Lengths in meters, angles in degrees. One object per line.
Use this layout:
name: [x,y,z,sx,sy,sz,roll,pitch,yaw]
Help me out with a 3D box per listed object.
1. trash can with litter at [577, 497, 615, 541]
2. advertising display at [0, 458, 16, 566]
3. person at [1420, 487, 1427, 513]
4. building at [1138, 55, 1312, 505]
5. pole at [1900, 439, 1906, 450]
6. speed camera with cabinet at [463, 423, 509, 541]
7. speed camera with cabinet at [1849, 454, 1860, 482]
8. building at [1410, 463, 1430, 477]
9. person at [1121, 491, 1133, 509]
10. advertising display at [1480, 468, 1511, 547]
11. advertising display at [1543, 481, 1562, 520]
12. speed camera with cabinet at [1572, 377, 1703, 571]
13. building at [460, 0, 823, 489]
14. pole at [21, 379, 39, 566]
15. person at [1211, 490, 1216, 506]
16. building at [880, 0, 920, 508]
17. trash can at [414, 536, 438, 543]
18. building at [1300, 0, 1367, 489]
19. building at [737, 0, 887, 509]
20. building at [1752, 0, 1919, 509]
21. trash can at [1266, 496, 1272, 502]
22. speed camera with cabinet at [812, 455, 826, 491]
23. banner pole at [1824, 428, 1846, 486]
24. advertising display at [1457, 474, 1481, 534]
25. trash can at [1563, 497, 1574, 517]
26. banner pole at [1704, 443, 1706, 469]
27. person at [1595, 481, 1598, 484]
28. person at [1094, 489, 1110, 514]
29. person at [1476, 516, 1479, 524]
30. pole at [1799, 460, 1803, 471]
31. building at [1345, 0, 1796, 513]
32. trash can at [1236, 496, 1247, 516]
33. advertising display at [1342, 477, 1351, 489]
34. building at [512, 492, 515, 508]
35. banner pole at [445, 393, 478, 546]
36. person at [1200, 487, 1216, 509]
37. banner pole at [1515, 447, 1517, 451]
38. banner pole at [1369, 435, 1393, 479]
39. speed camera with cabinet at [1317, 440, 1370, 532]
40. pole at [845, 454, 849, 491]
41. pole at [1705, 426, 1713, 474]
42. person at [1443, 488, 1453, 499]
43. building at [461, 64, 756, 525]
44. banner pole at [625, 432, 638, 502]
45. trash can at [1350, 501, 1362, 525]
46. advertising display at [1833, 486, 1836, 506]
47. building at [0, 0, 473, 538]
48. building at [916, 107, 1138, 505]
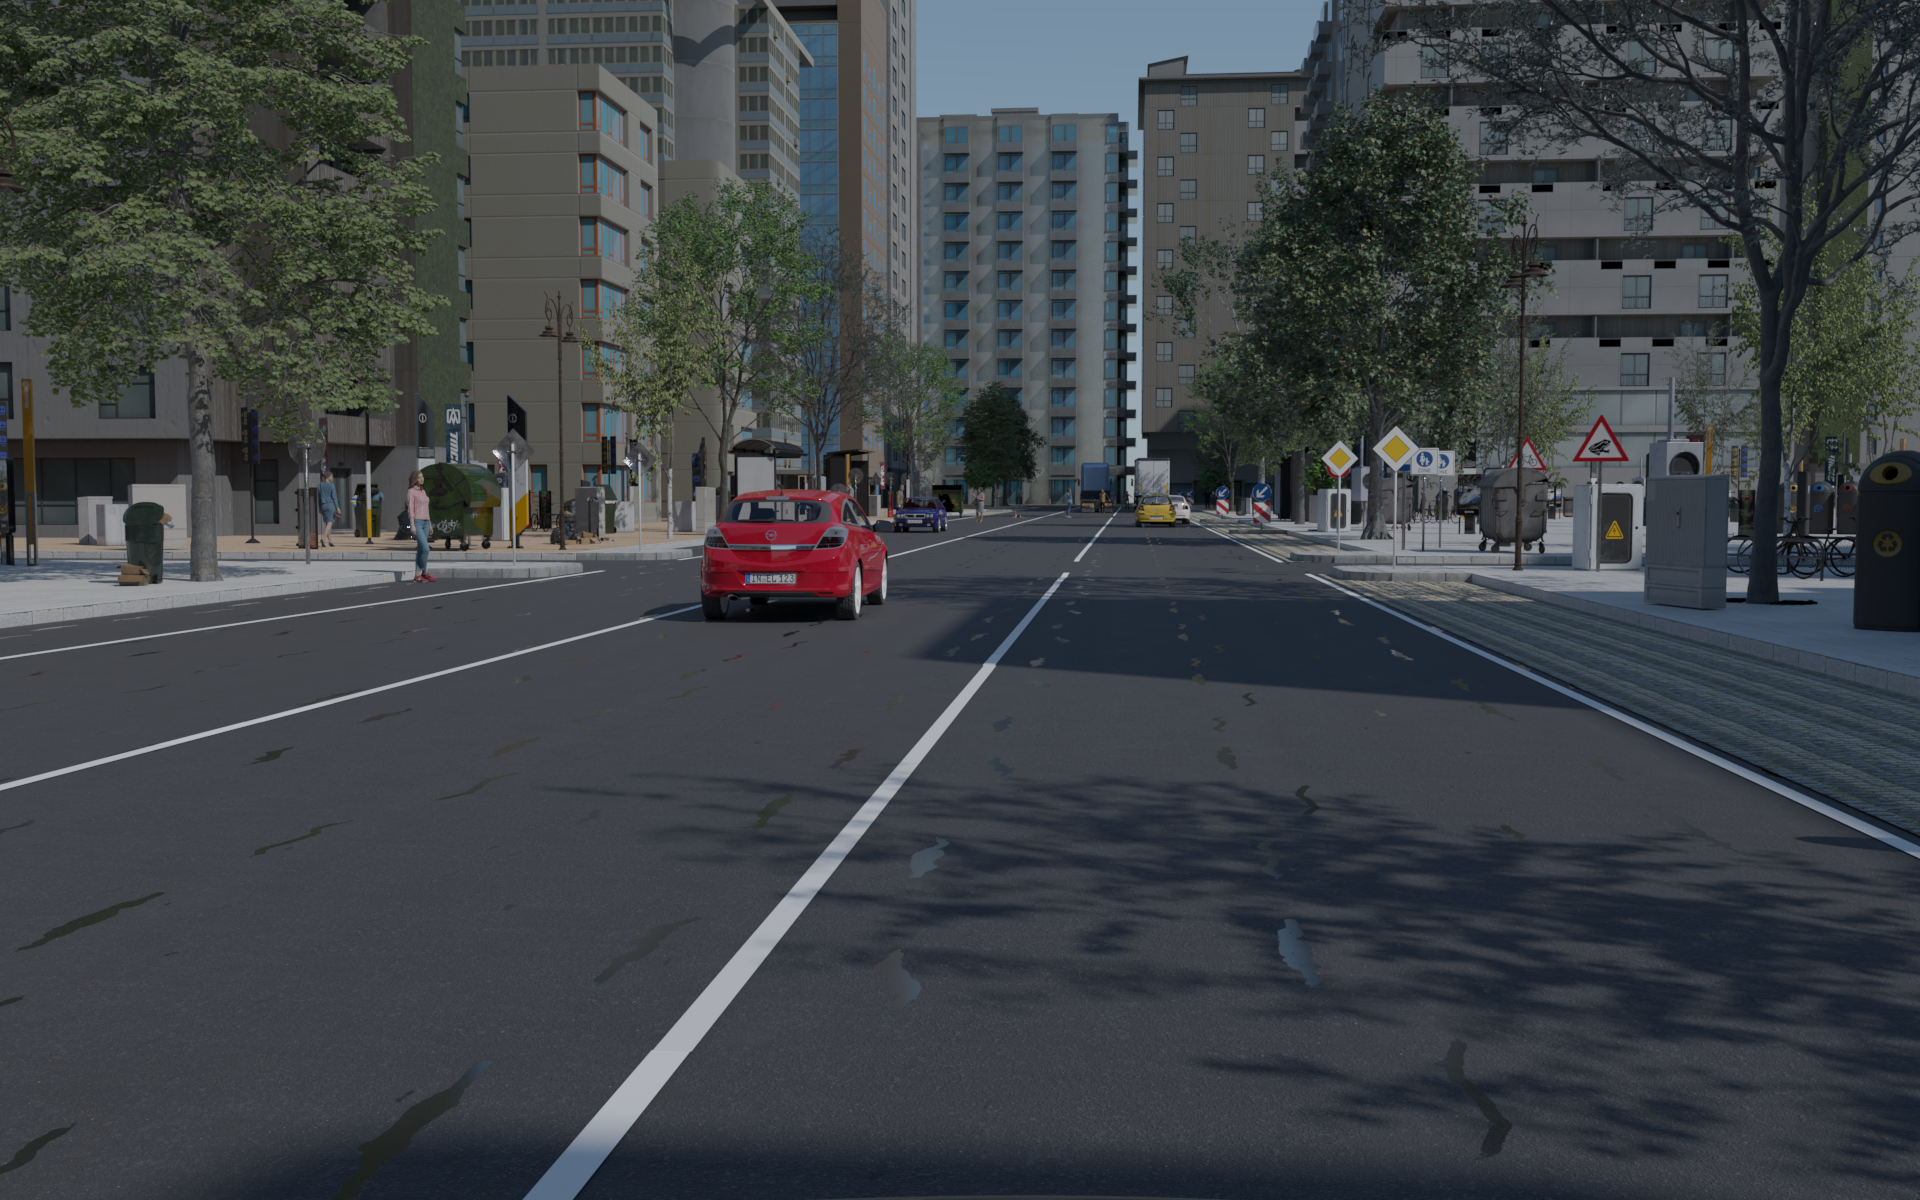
trash can with litter: [-10.214,-2.200,47.020,1.678,1.210,2.233,1,4,13]
advertising display: [-17.259,-1.597,31.324,0.123,1.923,0.974,-3,5,-40]
person: [30.106,-6.461,112.480,0.445,1.727,0.742,1,4,17]
building: [35.927,-38.366,216.520,27.495,52.752,28.713,0,4,6]
pole: [34.835,-4.294,64.057,0.158,3.312,0.155,0,3,0]
speed camera with cabinet: [-13.026,-3.268,47.769,2.038,3.252,0.660,3,4,38]
speed camera with cabinet: [43.501,-5.496,84.193,0.660,3.252,2.038,2,4,23]
building: [64.259,-22.561,213.913,28.899,21.520,27.650,0,4,6]
person: [15.872,-9.476,164.150,1.217,1.743,0.721,0,4,-6]
advertising display: [13.244,-2.261,42.179,0.974,1.923,0.123,2,4,29]
advertising display: [30.373,-5.117,88.883,0.974,1.923,0.123,0,4,1]
speed camera with cabinet: [11.410,-2.129,29.137,2.038,3.252,0.660,-1,4,-9]
building: [-25.002,-26.661,127.789,32.217,40.220,23.993,0,4,6]
pole: [-16.505,-2.256,30.731,0.158,3.312,0.155,0,3,0]
person: [27.546,-11.050,187.642,0.436,1.711,0.756,-2,4,-24]
building: [-15.518,-44.818,171.025,20.611,71.187,20.563,0,4,6]
trash can: [-14.069,-2.075,45.583,0.748,1.137,0.748,0,3,0]
building: [43.487,-33.110,160.951,23.786,49.044,30.456,0,4,6]
building: [-14.037,-30.365,146.574,14.600,45.320,14.200,0,4,6]
building: [78.656,-37.882,161.369,28.212,58.520,21.231,0,4,6]
trash can: [18.250,-5.613,103.421,0.748,1.137,0.748,0,3,0]
speed camera with cabinet: [-6.870,-5.673,87.081,0.660,3.252,2.038,-2,4,-24]
banner pole: [33.314,-4.639,65.870,0.863,3.779,0.401,2,4,27]
advertising display: [16.319,-3.069,55.397,0.123,1.923,0.974,-2,4,-32]
trash can: [33.771,-5.163,96.063,0.748,1.137,0.748,0,3,0]
banner pole: [35.877,-5.735,83.776,0.401,3.779,0.863,3,5,42]
person: [24.444,-3.699,66.803,0.520,1.790,0.573,-2,4,-28]
person: [10.286,-7.126,125.102,1.348,1.812,0.705,2,4,32]
person: [22.054,-4.092,73.353,0.661,1.777,0.834,3,4,39]
pole: [50.675,-6.765,104.442,0.158,3.312,0.155,0,3,0]
building: [44.254,-33.164,131.464,28.713,52.752,27.495,0,4,6]
trash can: [16.562,-5.528,102.032,0.748,1.137,0.748,0,3,0]
advertising display: [14.821,-3.751,66.543,0.123,1.923,0.974,0,4,0]
building: [-40.176,-31.758,173.866,28.867,44.769,22.147,0,4,6]
banner pole: [-12.307,-3.218,42.638,0.401,3.779,0.863,3,5,40]
person: [21.248,-8.738,148.532,1.348,1.869,0.705,1,4,11]
banner pole: [28.714,-6.042,88.798,0.863,3.779,0.401,1,4,17]
banner pole: [15.400,-4.528,64.046,0.863,3.779,0.401,0,4,-2]
speed camera with cabinet: [13.074,-3.919,58.409,2.038,3.252,0.660,-2,4,-23]
pole: [-5.780,-5.816,88.928,0.158,3.312,0.155,0,3,0]
pole: [22.318,-3.536,51.654,0.158,3.312,0.155,0,3,0]
person: [33.303,-6.877,119.206,1.217,1.736,0.721,1,4,12]
building: [-26.816,-14.718,85.671,27.650,21.520,28.899,0,4,6]
banner pole: [-13.170,-4.855,69.404,0.863,3.779,0.401,3,4,36]
trash can: [16.597,-3.748,72.928,0.748,1.137,0.748,0,3,0]
advertising display: [47.614,-5.496,95.072,0.974,1.923,0.123,-1,4,-17]
building: [-25.242,-17.367,55.650,14.160,30.474,14.107,0,4,6]
building: [6.901,-36.571,217.548,30.456,49.044,23.786,0,4,6]
